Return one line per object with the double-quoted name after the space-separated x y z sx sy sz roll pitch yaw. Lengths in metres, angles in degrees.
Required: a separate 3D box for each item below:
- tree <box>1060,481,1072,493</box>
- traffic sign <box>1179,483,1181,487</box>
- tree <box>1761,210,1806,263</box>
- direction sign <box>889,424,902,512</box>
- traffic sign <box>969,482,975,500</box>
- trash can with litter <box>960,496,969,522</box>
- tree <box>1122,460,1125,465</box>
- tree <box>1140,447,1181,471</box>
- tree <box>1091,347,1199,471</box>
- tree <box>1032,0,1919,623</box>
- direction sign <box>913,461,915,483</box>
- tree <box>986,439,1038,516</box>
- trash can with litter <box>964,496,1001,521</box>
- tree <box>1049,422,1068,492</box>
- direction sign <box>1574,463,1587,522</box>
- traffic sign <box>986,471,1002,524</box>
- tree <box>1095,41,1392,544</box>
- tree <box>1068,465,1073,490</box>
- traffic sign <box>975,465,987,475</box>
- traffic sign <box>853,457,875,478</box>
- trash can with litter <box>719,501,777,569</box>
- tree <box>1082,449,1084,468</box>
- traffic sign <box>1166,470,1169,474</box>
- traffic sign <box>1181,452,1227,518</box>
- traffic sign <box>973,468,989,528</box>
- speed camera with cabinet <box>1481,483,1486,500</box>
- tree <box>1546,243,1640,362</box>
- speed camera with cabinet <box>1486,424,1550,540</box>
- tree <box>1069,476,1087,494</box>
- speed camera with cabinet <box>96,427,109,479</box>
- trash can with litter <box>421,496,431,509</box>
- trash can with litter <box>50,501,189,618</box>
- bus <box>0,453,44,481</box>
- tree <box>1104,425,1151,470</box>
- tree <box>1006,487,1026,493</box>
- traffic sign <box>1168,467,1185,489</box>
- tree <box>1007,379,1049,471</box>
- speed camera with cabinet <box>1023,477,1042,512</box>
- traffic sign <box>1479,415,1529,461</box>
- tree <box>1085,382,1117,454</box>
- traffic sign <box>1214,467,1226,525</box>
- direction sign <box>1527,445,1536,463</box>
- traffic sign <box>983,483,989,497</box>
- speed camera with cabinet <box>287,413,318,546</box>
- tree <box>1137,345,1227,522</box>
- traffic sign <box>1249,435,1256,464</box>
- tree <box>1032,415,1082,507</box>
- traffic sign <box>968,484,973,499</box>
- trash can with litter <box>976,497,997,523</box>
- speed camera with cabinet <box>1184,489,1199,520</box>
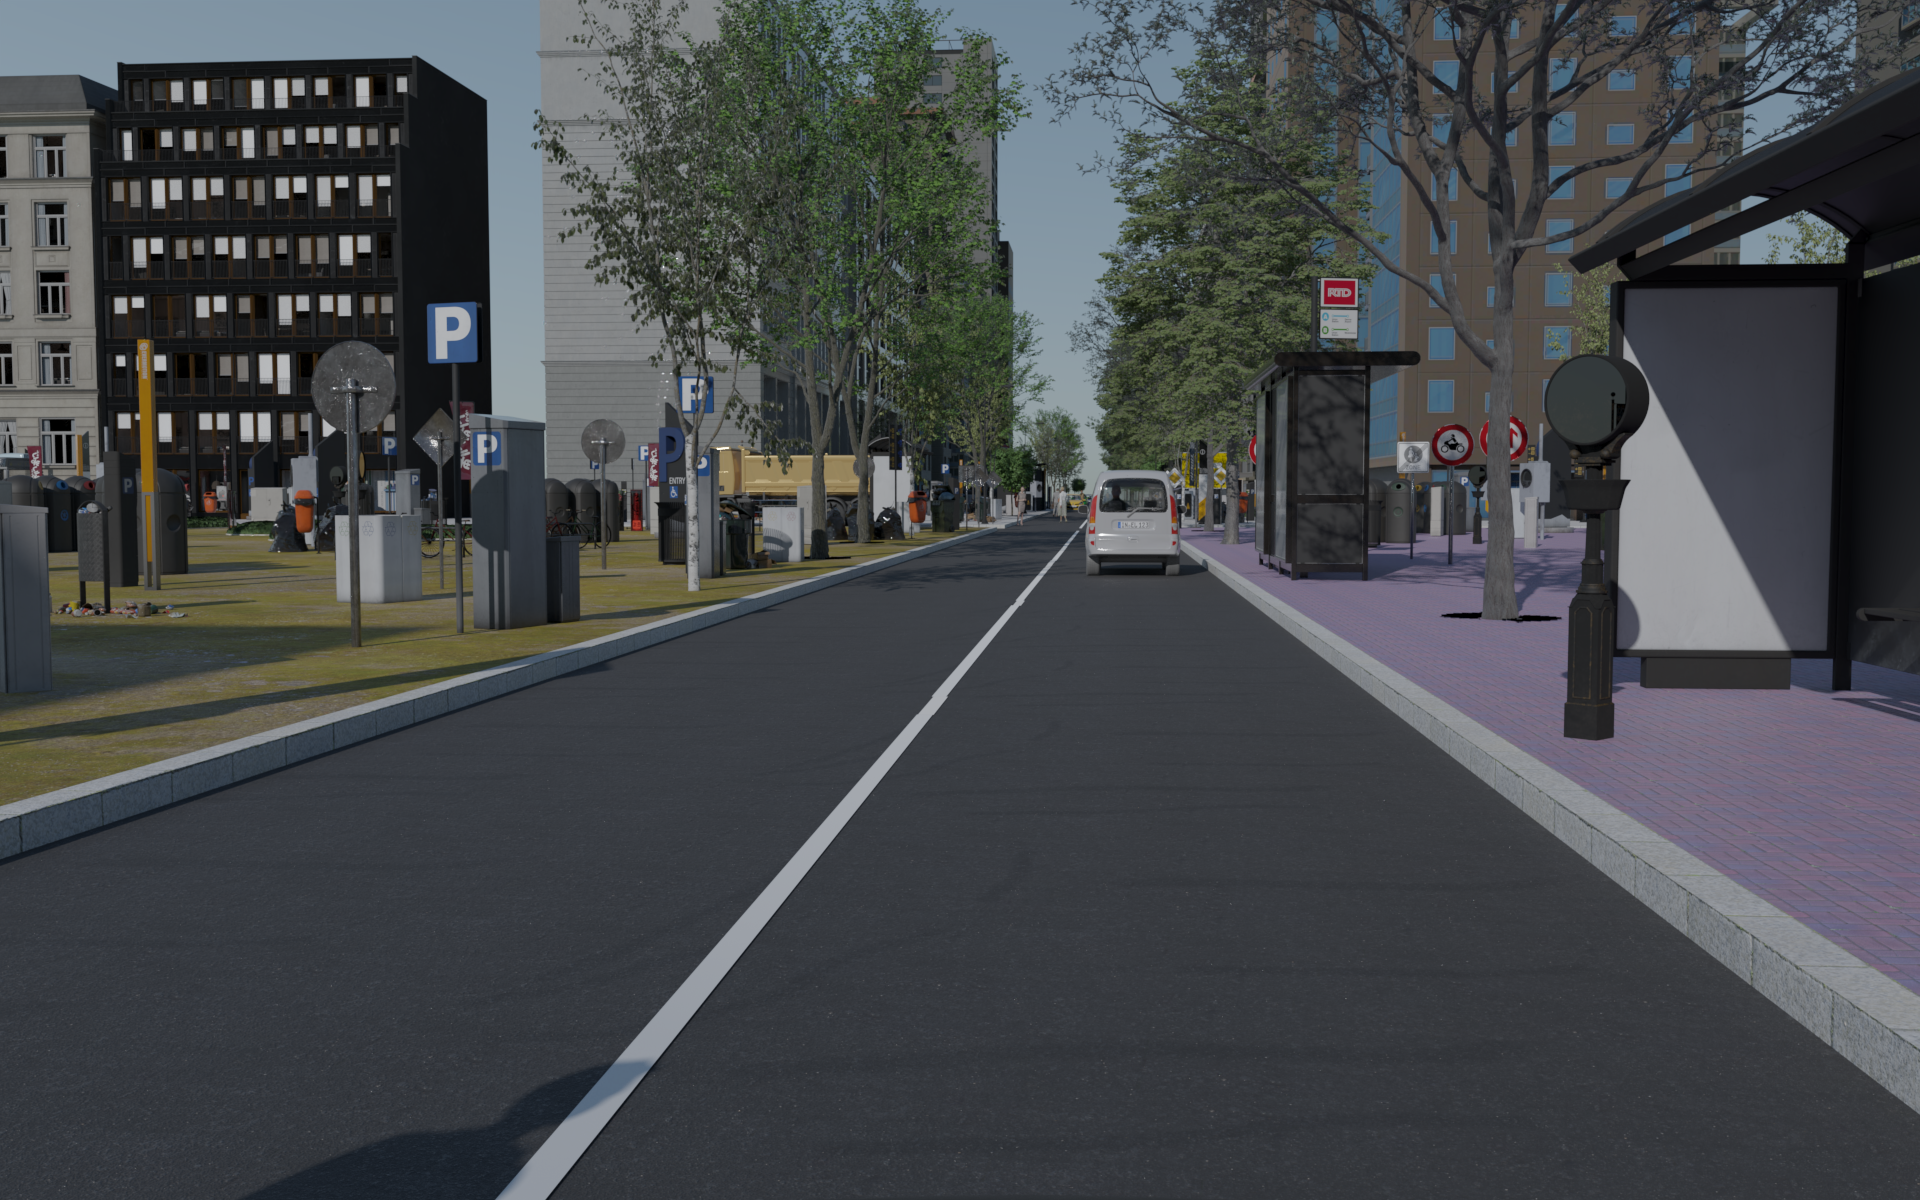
15.331 -15.582 249.368 1.663 3.219 1.824 0 3 0 "tree"
12.868 -6.212 101.676 0.768 2.556 0.104 1 4 9 "traffic sign"
18.881 -5.387 38.440 4.737 8.622 4.395 0 3 0 "tree"
-2.105 -3.958 56.715 0.379 3.537 0.876 2 4 25 "direction sign"
0.835 -6.515 107.707 0.795 2.450 0.064 1 4 8 "traffic sign"
-0.081 -4.178 79.698 0.624 1.170 1.055 1 4 20 "trash can with litter"
23.385 -17.237 232.184 4.737 8.622 4.395 0 3 0 "tree"
13.662 -8.079 115.806 4.285 4.588 4.351 0 3 0 "tree"
14.283 -13.620 129.339 9.857 13.997 8.962 0 3 0 "tree"
5.397 -6.543 17.347 12.009 13.543 11.850 0 3 0 "tree"
-3.333 -7.707 118.004 0.379 3.537 0.876 2 4 32 "direction sign"
3.084 -7.220 101.757 4.285 4.588 4.351 0 3 0 "tree"
0.822 -4.375 82.581 2.233 1.210 1.678 0 4 5 "trash can with litter"
7.624 -13.316 168.072 4.737 8.622 4.395 0 3 0 "tree"
28.201 -5.274 78.223 0.876 3.537 0.379 1 4 16 "direction sign"
1.410 -4.303 73.992 0.795 2.450 0.064 0 4 5 "traffic sign"
7.116 -7.718 44.315 7.486 12.596 7.792 0 3 0 "tree"
13.909 -17.628 238.586 4.737 8.622 4.395 0 3 0 "tree"
0.798 -4.566 74.768 0.768 2.556 0.104 1 4 8 "traffic sign"
-3.213 -3.532 57.861 0.768 2.556 0.104 1 4 10 "traffic sign"
-3.721 -1.127 29.806 1.055 1.170 0.624 -3 5 -44 "trash can with litter"
13.303 -16.236 215.816 4.360 8.622 3.978 0 3 0 "tree"
8.776 -4.263 73.341 0.795 2.450 0.064 0 4 5 "traffic sign"
11.817 -5.492 83.668 2.265 3.308 0.079 1 4 11 "traffic sign"
0.727 -3.816 66.036 0.795 2.450 0.064 0 4 5 "traffic sign"
19.650 -4.144 62.086 2.038 3.252 0.660 -2 4 -25 "speed camera with cabinet"
19.013 -6.113 50.315 4.737 8.622 4.395 0 3 0 "tree"
15.953 -3.365 49.355 0.660 3.252 2.038 -1 4 -17 "speed camera with cabinet"
20.750 -19.643 304.871 4.285 4.588 4.351 0 3 0 "tree"
-25.187 -3.425 50.340 0.660 3.252 2.038 1 4 21 "speed camera with cabinet"
-16.825 -2.702 55.241 1.678 1.210 2.233 0 4 -2 "trash can with litter"
-9.110 -0.450 18.414 2.233 1.210 1.678 2 4 35 "trash can with litter"
-44.909 -4.799 73.320 13.247 3.499 2.948 0 4 6 "bus"
21.426 -16.669 206.946 8.767 10.594 7.601 -1 4 -12 "tree"
3.455 -7.053 109.919 1.663 3.219 1.824 0 3 0 "tree"
8.093 -3.776 65.386 0.795 2.450 0.064 0 4 5 "traffic sign"
1.543 -8.851 95.074 4.737 8.622 4.395 0 3 0 "tree"
4.971 -7.852 122.721 0.660 3.252 2.038 3 5 40 "speed camera with cabinet"
8.729 -1.698 27.874 0.768 2.556 0.104 1 4 9 "traffic sign"
27.194 -26.437 288.131 12.611 20.169 13.585 0 3 0 "tree"
10.962 -4.375 72.723 0.795 2.450 0.064 1 4 11 "traffic sign"
26.446 -5.345 79.389 0.876 3.537 0.379 1 4 19 "direction sign"
1.818 -7.419 121.413 0.768 2.556 0.104 1 4 14 "traffic sign"
-16.374 -2.980 43.066 0.660 3.252 2.038 -2 4 -25 "speed camera with cabinet"
10.448 -7.937 80.136 4.360 8.622 3.978 0 3 0 "tree"
6.177 -2.121 34.785 0.768 2.556 0.104 1 4 9 "traffic sign"
8.331 -12.838 160.263 4.360 8.622 3.978 0 3 0 "tree"
0.842 -6.926 113.241 0.884 2.594 0.081 1 4 13 "traffic sign"
1.215 -4.101 78.434 1.055 1.170 0.624 3 5 42 "trash can with litter"
11.624 -5.706 87.637 0.660 3.252 2.038 3 5 40 "speed camera with cabinet"
